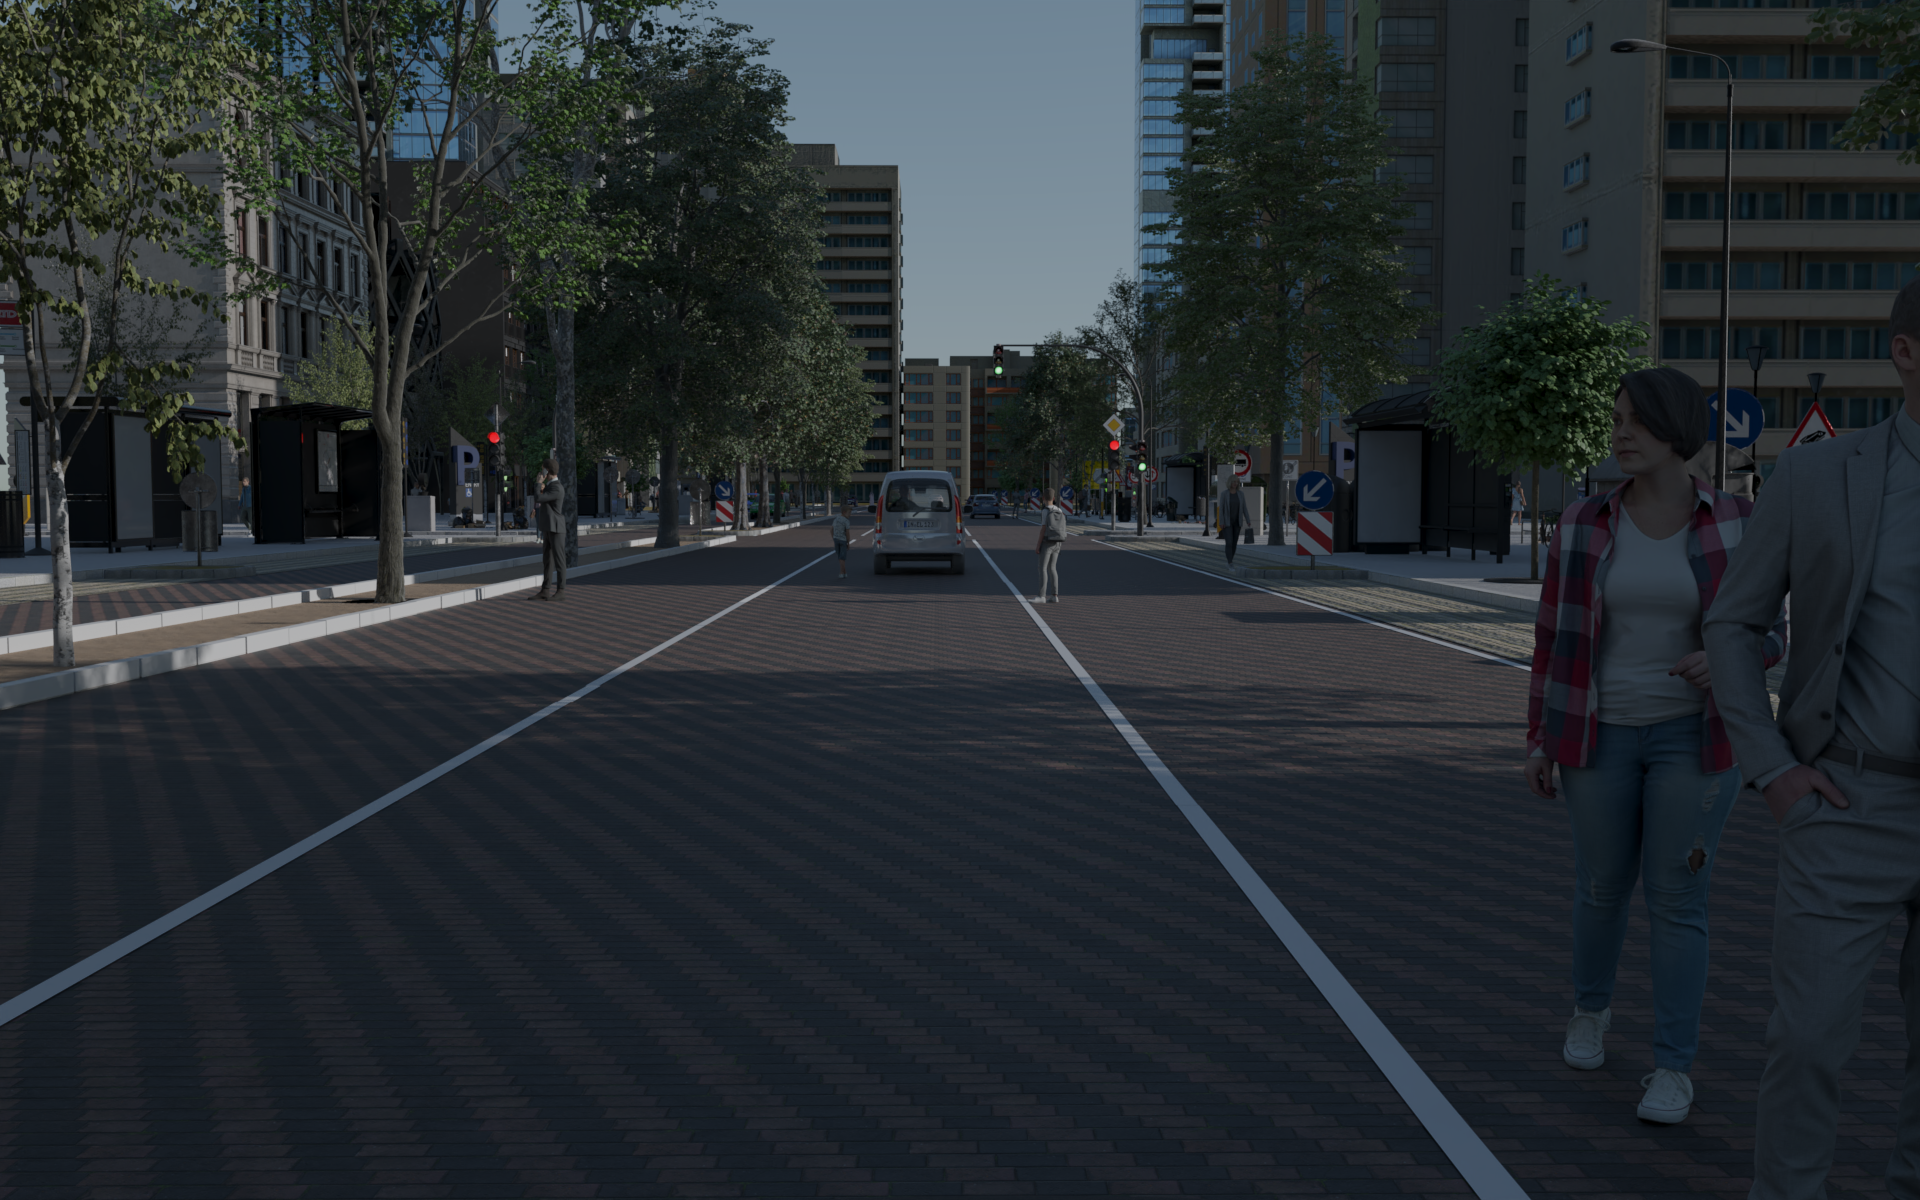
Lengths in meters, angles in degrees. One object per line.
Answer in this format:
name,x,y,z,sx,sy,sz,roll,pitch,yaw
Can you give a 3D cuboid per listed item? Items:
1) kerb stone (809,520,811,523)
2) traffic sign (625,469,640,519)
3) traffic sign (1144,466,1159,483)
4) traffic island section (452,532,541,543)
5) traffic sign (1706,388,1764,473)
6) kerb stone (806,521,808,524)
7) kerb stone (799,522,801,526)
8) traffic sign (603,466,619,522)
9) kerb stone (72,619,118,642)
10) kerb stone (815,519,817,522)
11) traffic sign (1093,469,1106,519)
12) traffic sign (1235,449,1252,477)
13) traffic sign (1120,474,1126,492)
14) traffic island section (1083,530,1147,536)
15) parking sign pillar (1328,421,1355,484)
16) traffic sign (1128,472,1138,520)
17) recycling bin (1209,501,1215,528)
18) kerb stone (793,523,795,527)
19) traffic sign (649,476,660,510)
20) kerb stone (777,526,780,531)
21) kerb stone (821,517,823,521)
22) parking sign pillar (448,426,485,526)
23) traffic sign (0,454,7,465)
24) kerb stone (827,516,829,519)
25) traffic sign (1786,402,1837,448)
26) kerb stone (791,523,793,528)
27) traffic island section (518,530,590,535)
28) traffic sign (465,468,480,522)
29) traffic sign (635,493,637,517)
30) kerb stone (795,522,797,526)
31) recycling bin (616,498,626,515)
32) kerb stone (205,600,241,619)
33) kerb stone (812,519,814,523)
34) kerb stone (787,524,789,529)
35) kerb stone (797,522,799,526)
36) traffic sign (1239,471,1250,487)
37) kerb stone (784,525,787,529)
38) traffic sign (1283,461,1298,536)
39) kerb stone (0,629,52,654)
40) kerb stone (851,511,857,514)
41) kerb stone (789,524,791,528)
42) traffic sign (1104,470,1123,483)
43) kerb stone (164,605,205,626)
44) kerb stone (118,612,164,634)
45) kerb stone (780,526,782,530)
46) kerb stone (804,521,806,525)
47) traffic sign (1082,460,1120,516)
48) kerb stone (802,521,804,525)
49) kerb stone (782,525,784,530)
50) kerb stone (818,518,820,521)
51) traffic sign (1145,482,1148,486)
kerb stone,-7.369,-3.730,83.209,0.120,0.150,1.000,0,4,-1
traffic sign,-16.758,-5.418,88.685,0.768,2.556,0.104,0,4,0
traffic sign,8.520,-4.749,77.746,0.768,2.556,0.104,0,4,3
traffic island section,-14.031,-1.852,52.558,2.009,0.180,2.903,0,4,-1
traffic sign,9.244,-1.269,20.854,0.768,2.556,0.104,0,4,6
kerb stone,-7.348,-3.607,81.164,0.120,0.150,1.000,0,4,-1
kerb stone,-7.294,-3.355,77.049,0.120,0.150,1.000,0,4,-1
traffic sign,-16.108,-4.881,79.914,0.768,2.556,0.104,1,4,9
kerb stone,-8.601,0.316,17.031,0.120,0.150,1.000,0,4,-1
kerb stone,-7.428,-3.983,87.312,0.120,0.150,1.000,0,4,-1
traffic sign,7.213,-5.449,89.192,0.768,2.556,0.104,0,4,7
traffic sign,7.924,-3.014,49.378,0.768,2.556,0.104,0,4,1
traffic sign,10.401,-6.874,112.398,0.884,2.594,0.081,0,4,2
traffic island section,5.402,-2.356,60.797,2.009,0.180,2.903,0,4,-1
parking sign pillar,14.377,-4.646,64.432,1.447,3.967,1.447,-1,4,-18
traffic sign,8.619,-5.181,84.819,0.768,2.556,0.104,0,4,6
recycling bin,9.912,-3.287,66.290,0.722,1.027,0.722,2,4,29
kerb stone,-7.246,-3.167,73.983,0.120,0.150,1.000,0,4,-1
traffic sign,-21.729,-7.524,123.119,0.768,2.556,0.104,0,4,7
kerb stone,-7.158,-2.728,66.798,0.120,0.150,1.000,0,4,-1
kerb stone,-7.483,-4.233,91.428,0.120,0.150,1.000,0,4,-1
parking sign pillar,-19.848,-4.958,69.542,1.447,3.967,1.447,3,4,35
traffic sign,-17.846,-1.934,31.622,0.884,2.594,0.081,0,4,2
kerb stone,-7.560,-4.547,96.540,0.120,0.150,1.000,0,4,-1
traffic sign,12.048,-1.498,24.491,0.884,2.594,0.081,0,4,7
kerb stone,-7.239,-3.105,72.960,0.120,0.150,1.000,0,4,-1
traffic island section,-14.138,-2.340,60.543,2.009,0.180,2.903,0,4,-1
traffic sign,-19.005,-3.999,67.505,0.606,2.300,0.079,0,4,6
traffic sign,-18.288,-5.967,97.659,0.768,2.556,0.104,0,4,0
kerb stone,-7.264,-3.230,75.005,0.120,0.150,1.000,0,4,-1
recycling bin,-20.721,-5.671,105.268,0.722,1.027,0.722,-1,4,-15
kerb stone,-8.644,0.127,20.111,0.120,0.150,1.000,0,4,-1
kerb stone,-7.405,-3.856,85.253,0.120,0.150,1.000,0,4,-1
kerb stone,-7.209,-2.979,70.908,0.120,0.150,1.000,0,4,-1
kerb stone,-7.282,-3.292,76.027,0.120,0.150,1.000,0,4,-1
traffic sign,9.860,-3.576,60.597,0.606,2.300,0.079,0,4,8
kerb stone,-7.199,-2.916,69.879,0.120,0.150,1.000,0,4,-1
traffic sign,9.883,-3.068,52.284,0.606,2.300,0.079,0,4,4
kerb stone,-8.582,0.382,16.005,0.120,0.150,1.000,0,4,-1
kerb stone,-8.028,-6.740,132.398,0.120,0.150,1.000,0,4,-1
kerb stone,-7.230,-3.039,71.934,0.120,0.150,1.000,0,4,-1
traffic sign,7.182,-4.957,81.051,0.884,2.594,0.081,0,4,8
kerb stone,-8.628,0.190,19.089,0.120,0.150,1.000,0,4,-1
kerb stone,-8.612,0.261,18.061,0.120,0.150,1.000,0,4,-1
kerb stone,-7.176,-2.787,67.824,0.120,0.150,1.000,0,4,-1
kerb stone,-7.336,-3.542,80.142,0.120,0.150,1.000,0,4,-1
traffic sign,8.319,-6.631,102.292,2.265,3.308,0.079,0,4,5
kerb stone,-7.322,-3.481,79.115,0.120,0.150,1.000,0,4,-1
kerb stone,-7.192,-2.850,68.852,0.120,0.150,1.000,0,4,-1
kerb stone,-7.462,-4.108,89.361,0.120,0.150,1.000,0,4,-1
traffic sign,11.511,-6.626,108.341,0.884,2.594,0.081,0,4,3
